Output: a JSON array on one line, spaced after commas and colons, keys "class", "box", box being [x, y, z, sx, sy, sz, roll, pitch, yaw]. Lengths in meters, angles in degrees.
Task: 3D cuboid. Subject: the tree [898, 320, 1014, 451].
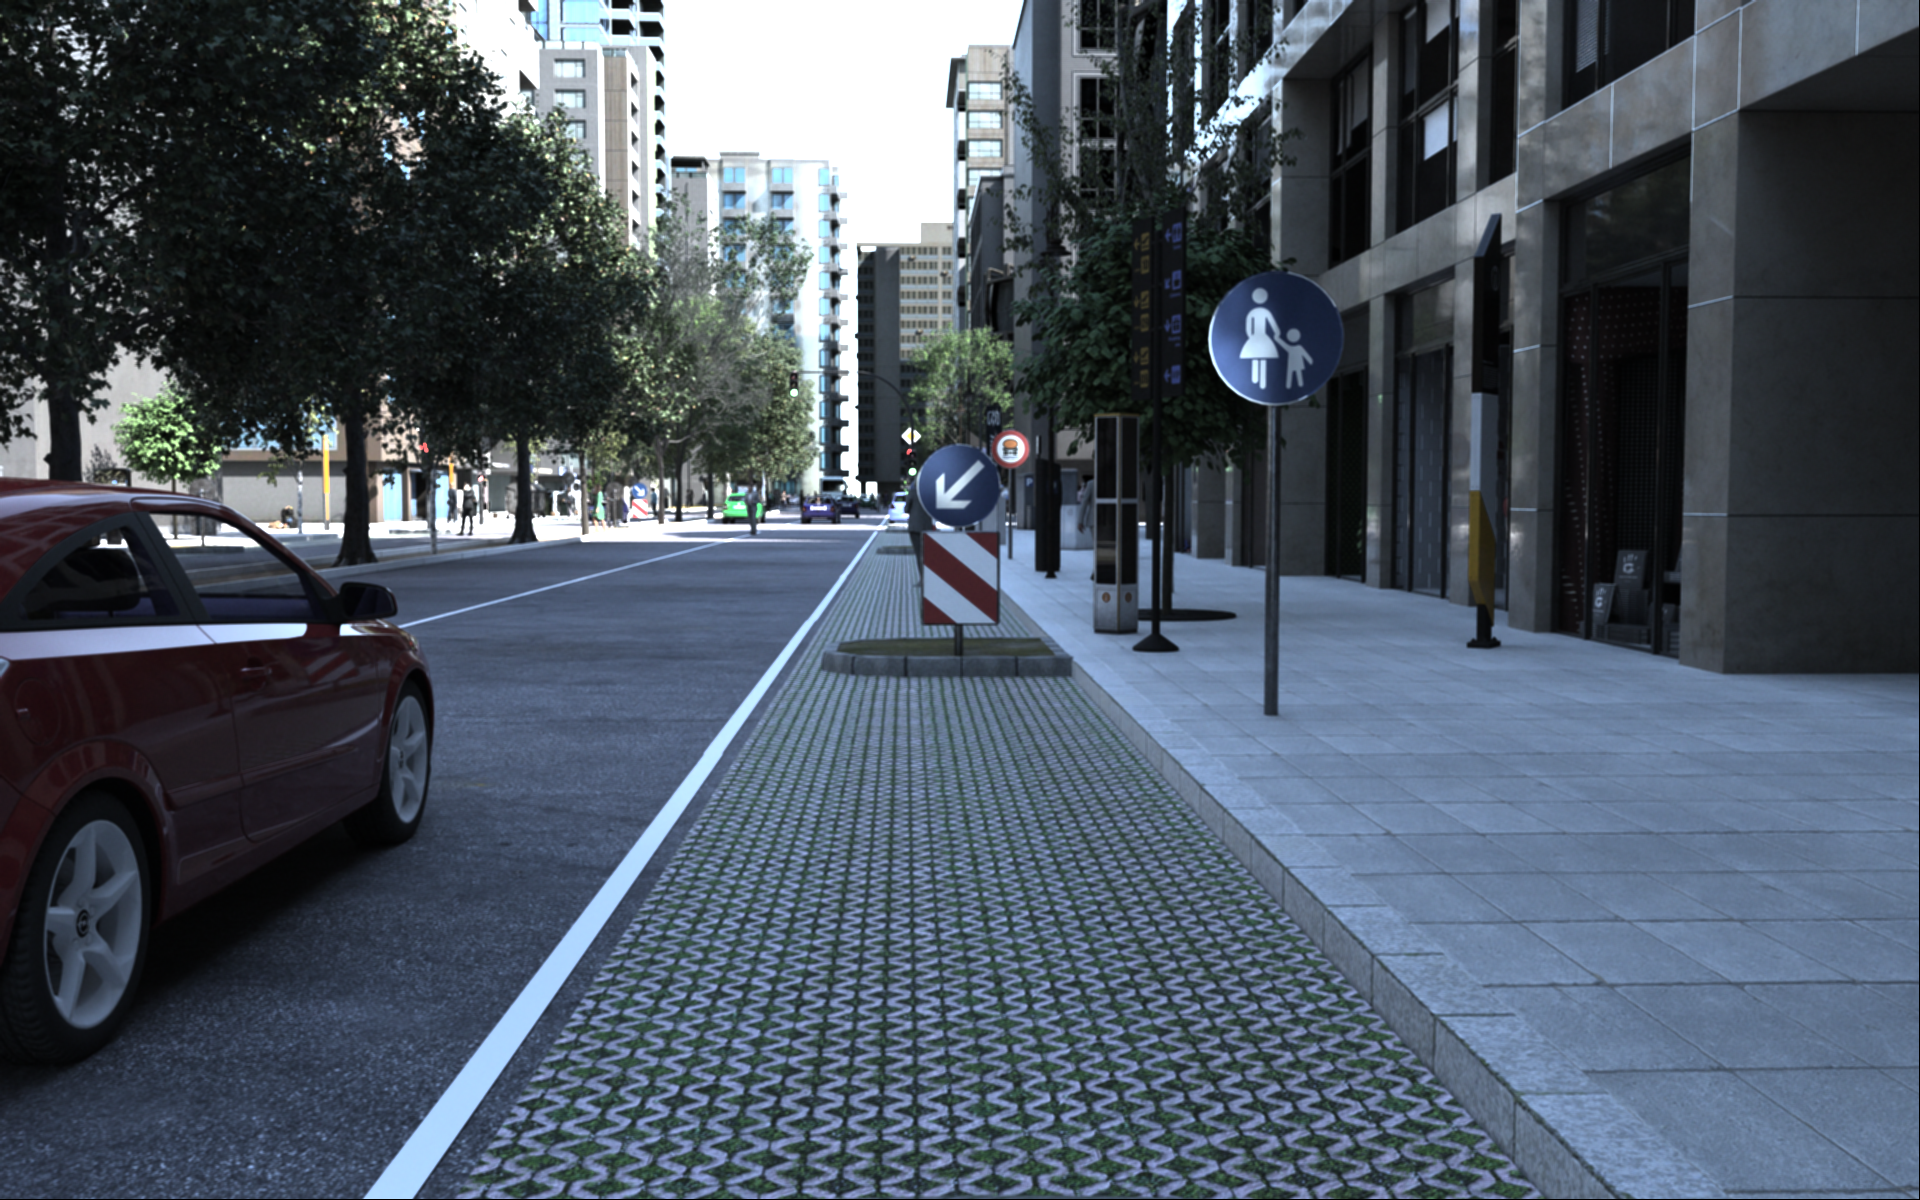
[{"class": "tree", "box": [0.158, -10.820, 102.664, 9.928, 11.665, 9.643, 0, 3, 0]}]

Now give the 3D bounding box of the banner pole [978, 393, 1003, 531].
[{"class": "banner pole", "box": [0.707, -3.250, 43.156, 0.863, 3.779, 0.401, -2, 4, -32]}]

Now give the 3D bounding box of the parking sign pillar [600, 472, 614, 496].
[{"class": "parking sign pillar", "box": [-29.362, -9.518, 144.093, 1.447, 3.967, 1.447, 3, 4, 36]}]

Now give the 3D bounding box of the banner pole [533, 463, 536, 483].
[{"class": "banner pole", "box": [-34.034, -9.075, 138.388, 0.401, 3.779, 0.863, 3, 4, 38]}]

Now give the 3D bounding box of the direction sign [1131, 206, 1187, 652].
[{"class": "direction sign", "box": [1.607, -1.353, 14.118, 0.379, 3.537, 0.876, -1, 4, -22]}]

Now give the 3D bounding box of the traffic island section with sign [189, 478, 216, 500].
[{"class": "traffic island section with sign", "box": [-18.559, -2.041, 42.003, 1.989, 1.847, 2.006, 0, 4, -2]}]

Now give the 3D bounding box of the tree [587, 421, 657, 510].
[{"class": "tree", "box": [-24.230, -10.296, 118.700, 4.737, 8.622, 4.395, 0, 3, 0]}]

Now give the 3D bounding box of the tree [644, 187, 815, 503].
[{"class": "tree", "box": [-15.647, -15.232, 107.396, 12.611, 20.169, 13.585, 0, 3, 0]}]

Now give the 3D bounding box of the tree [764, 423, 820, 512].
[{"class": "tree", "box": [-15.222, -12.273, 137.536, 8.767, 10.594, 7.601, 0, 4, -2]}]

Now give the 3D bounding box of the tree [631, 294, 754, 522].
[{"class": "tree", "box": [-14.215, -9.755, 87.715, 9.928, 11.665, 9.643, 0, 3, 0]}]

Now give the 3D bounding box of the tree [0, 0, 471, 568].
[{"class": "tree", "box": [-11.820, -6.986, 33.690, 9.611, 12.733, 9.660, 0, 3, 0]}]

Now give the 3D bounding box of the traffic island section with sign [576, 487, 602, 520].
[{"class": "traffic island section with sign", "box": [-20.313, -5.385, 96.671, 1.989, 1.847, 2.006, 0, 4, -2]}]

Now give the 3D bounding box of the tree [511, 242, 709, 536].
[{"class": "tree", "box": [-12.478, -7.399, 57.839, 8.767, 10.594, 7.601, 0, 4, -2]}]

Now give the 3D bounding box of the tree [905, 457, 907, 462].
[{"class": "tree", "box": [-4.242, -15.569, 204.912, 4.737, 8.622, 4.395, 0, 3, 0]}]

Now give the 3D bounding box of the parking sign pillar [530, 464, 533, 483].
[{"class": "parking sign pillar", "box": [-27.574, -7.467, 110.549, 1.447, 3.967, 1.447, -1, 4, -23]}]

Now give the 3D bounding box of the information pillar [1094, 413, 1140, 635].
[{"class": "information pillar", "box": [1.439, -0.699, 15.928, 0.304, 2.012, 0.304, 3, 5, 43]}]

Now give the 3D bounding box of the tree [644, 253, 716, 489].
[{"class": "tree", "box": [-12.416, -7.928, 49.082, 9.611, 12.733, 9.660, 0, 3, 0]}]

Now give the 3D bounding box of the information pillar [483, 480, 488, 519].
[{"class": "information pillar", "box": [-24.145, -5.095, 87.797, 0.304, 2.012, 0.304, -3, 5, -42]}]

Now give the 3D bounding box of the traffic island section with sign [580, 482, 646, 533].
[{"class": "traffic island section with sign", "box": [-12.912, -3.430, 64.223, 2.006, 1.907, 1.989, 0, 4, -2]}]

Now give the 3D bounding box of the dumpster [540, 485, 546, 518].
[{"class": "dumpster", "box": [-22.702, -5.257, 91.703, 1.264, 1.857, 1.865, 0, 4, -2]}]

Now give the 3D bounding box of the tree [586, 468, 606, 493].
[{"class": "tree", "box": [-26.530, -8.034, 125.960, 1.663, 3.219, 1.824, 0, 3, 0]}]

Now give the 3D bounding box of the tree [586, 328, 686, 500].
[{"class": "tree", "box": [-24.794, -13.835, 132.854, 9.857, 13.997, 8.962, 0, 3, 0]}]

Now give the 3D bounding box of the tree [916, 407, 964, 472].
[{"class": "tree", "box": [-1.254, -11.520, 138.718, 4.737, 8.622, 4.395, 0, 3, 0]}]

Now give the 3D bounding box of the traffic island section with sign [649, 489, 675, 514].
[{"class": "traffic island section with sign", "box": [-21.207, -7.069, 124.202, 1.989, 1.847, 2.006, 0, 4, -2]}]

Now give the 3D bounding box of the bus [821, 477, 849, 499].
[{"class": "bus", "box": [-13.724, -11.920, 189.750, 2.948, 3.499, 13.247, 0, 4, -3]}]

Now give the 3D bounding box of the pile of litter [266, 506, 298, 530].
[{"class": "pile of litter", "box": [-24.746, -3.002, 63.056, 1.176, 0.858, 1.719, 1, 4, 12]}]

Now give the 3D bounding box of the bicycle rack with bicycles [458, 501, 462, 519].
[{"class": "bicycle rack with bicycles", "box": [-27.521, -4.760, 91.213, 2.852, 0.926, 2.925, -1, 4, -21]}]

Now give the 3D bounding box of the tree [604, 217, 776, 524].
[{"class": "tree", "box": [-13.209, -9.998, 76.295, 12.009, 13.543, 11.850, 0, 3, 0]}]

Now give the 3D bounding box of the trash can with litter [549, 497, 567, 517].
[{"class": "trash can with litter", "box": [-22.769, -5.314, 98.276, 1.055, 1.170, 0.624, -1, 4, -11]}]

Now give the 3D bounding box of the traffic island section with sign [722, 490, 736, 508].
[{"class": "traffic island section with sign", "box": [-22.822, -10.131, 174.271, 1.989, 1.847, 2.006, 0, 4, -2]}]

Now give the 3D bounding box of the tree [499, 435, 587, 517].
[{"class": "tree", "box": [-23.789, -8.908, 96.004, 4.737, 8.622, 4.395, 0, 3, 0]}]

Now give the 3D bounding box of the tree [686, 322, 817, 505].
[{"class": "tree", "box": [-14.992, -13.426, 128.623, 9.857, 13.997, 8.962, 0, 3, 0]}]

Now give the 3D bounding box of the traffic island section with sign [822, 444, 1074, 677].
[{"class": "traffic island section with sign", "box": [-0.136, -0.353, 14.406, 1.989, 1.847, 2.006, 0, 4, -2]}]

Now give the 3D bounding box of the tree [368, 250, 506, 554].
[{"class": "tree", "box": [-12.448, -5.385, 40.870, 4.360, 8.622, 3.978, 0, 3, 0]}]

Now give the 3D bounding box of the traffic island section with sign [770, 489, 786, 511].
[{"class": "traffic island section with sign", "box": [-15.574, -8.476, 146.726, 2.006, 1.907, 1.989, 0, 4, -2]}]

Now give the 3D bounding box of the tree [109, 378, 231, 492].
[{"class": "tree", "box": [-22.013, -3.973, 48.680, 4.285, 4.588, 4.351, 0, 3, 0]}]

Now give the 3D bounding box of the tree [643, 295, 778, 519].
[{"class": "tree", "box": [-14.164, -10.822, 97.531, 7.486, 12.596, 7.792, 0, 3, 0]}]

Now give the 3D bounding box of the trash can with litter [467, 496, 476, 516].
[{"class": "trash can with litter", "box": [-27.848, -5.308, 98.175, 1.055, 1.170, 0.624, -1, 4, -23]}]

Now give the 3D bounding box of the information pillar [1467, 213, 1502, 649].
[{"class": "information pillar", "box": [4.357, -1.408, 14.374, 0.183, 3.616, 0.504, 2, 4, 33]}]

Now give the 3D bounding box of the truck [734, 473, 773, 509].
[{"class": "truck", "box": [-20.201, -11.092, 171.105, 2.967, 4.110, 18.799, 0, 4, -3]}]

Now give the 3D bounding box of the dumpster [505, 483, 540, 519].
[{"class": "dumpster", "box": [-22.333, -5.029, 87.983, 1.264, 1.857, 1.865, 0, 4, -2]}]

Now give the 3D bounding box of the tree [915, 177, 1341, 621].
[{"class": "tree", "box": [2.216, -2.095, 17.973, 4.285, 4.588, 4.351, 0, 3, 0]}]

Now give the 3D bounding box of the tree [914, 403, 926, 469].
[{"class": "tree", "box": [-1.162, -10.917, 128.851, 4.360, 8.622, 3.978, 0, 3, 0]}]

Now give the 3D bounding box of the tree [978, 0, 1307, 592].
[{"class": "tree", "box": [2.481, -4.401, 22.320, 4.360, 8.622, 3.978, 0, 3, 0]}]

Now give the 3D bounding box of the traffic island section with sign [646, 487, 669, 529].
[{"class": "traffic island section with sign", "box": [-13.142, -3.883, 71.626, 2.006, 1.907, 1.989, 0, 4, -2]}]

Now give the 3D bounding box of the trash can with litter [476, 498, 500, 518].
[{"class": "trash can with litter", "box": [-24.891, -4.911, 91.687, 1.055, 1.170, 0.624, -1, 4, -11]}]

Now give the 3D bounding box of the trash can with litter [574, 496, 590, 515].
[{"class": "trash can with litter", "box": [-23.191, -5.787, 106.005, 1.055, 1.170, 0.624, -1, 4, -9]}]

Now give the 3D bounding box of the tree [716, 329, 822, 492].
[{"class": "tree", "box": [-14.396, -12.195, 118.860, 9.611, 12.733, 9.660, 0, 3, 0]}]

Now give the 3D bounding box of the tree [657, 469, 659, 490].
[{"class": "tree", "box": [-25.260, -11.650, 140.843, 4.737, 8.622, 4.395, 0, 3, 0]}]

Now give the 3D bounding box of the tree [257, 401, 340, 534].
[{"class": "tree", "box": [-21.387, -6.470, 56.142, 4.737, 8.622, 4.395, 0, 3, 0]}]

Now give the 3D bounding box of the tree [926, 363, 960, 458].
[{"class": "tree", "box": [0.694, -8.658, 91.915, 4.360, 8.622, 3.978, 0, 3, 0]}]
